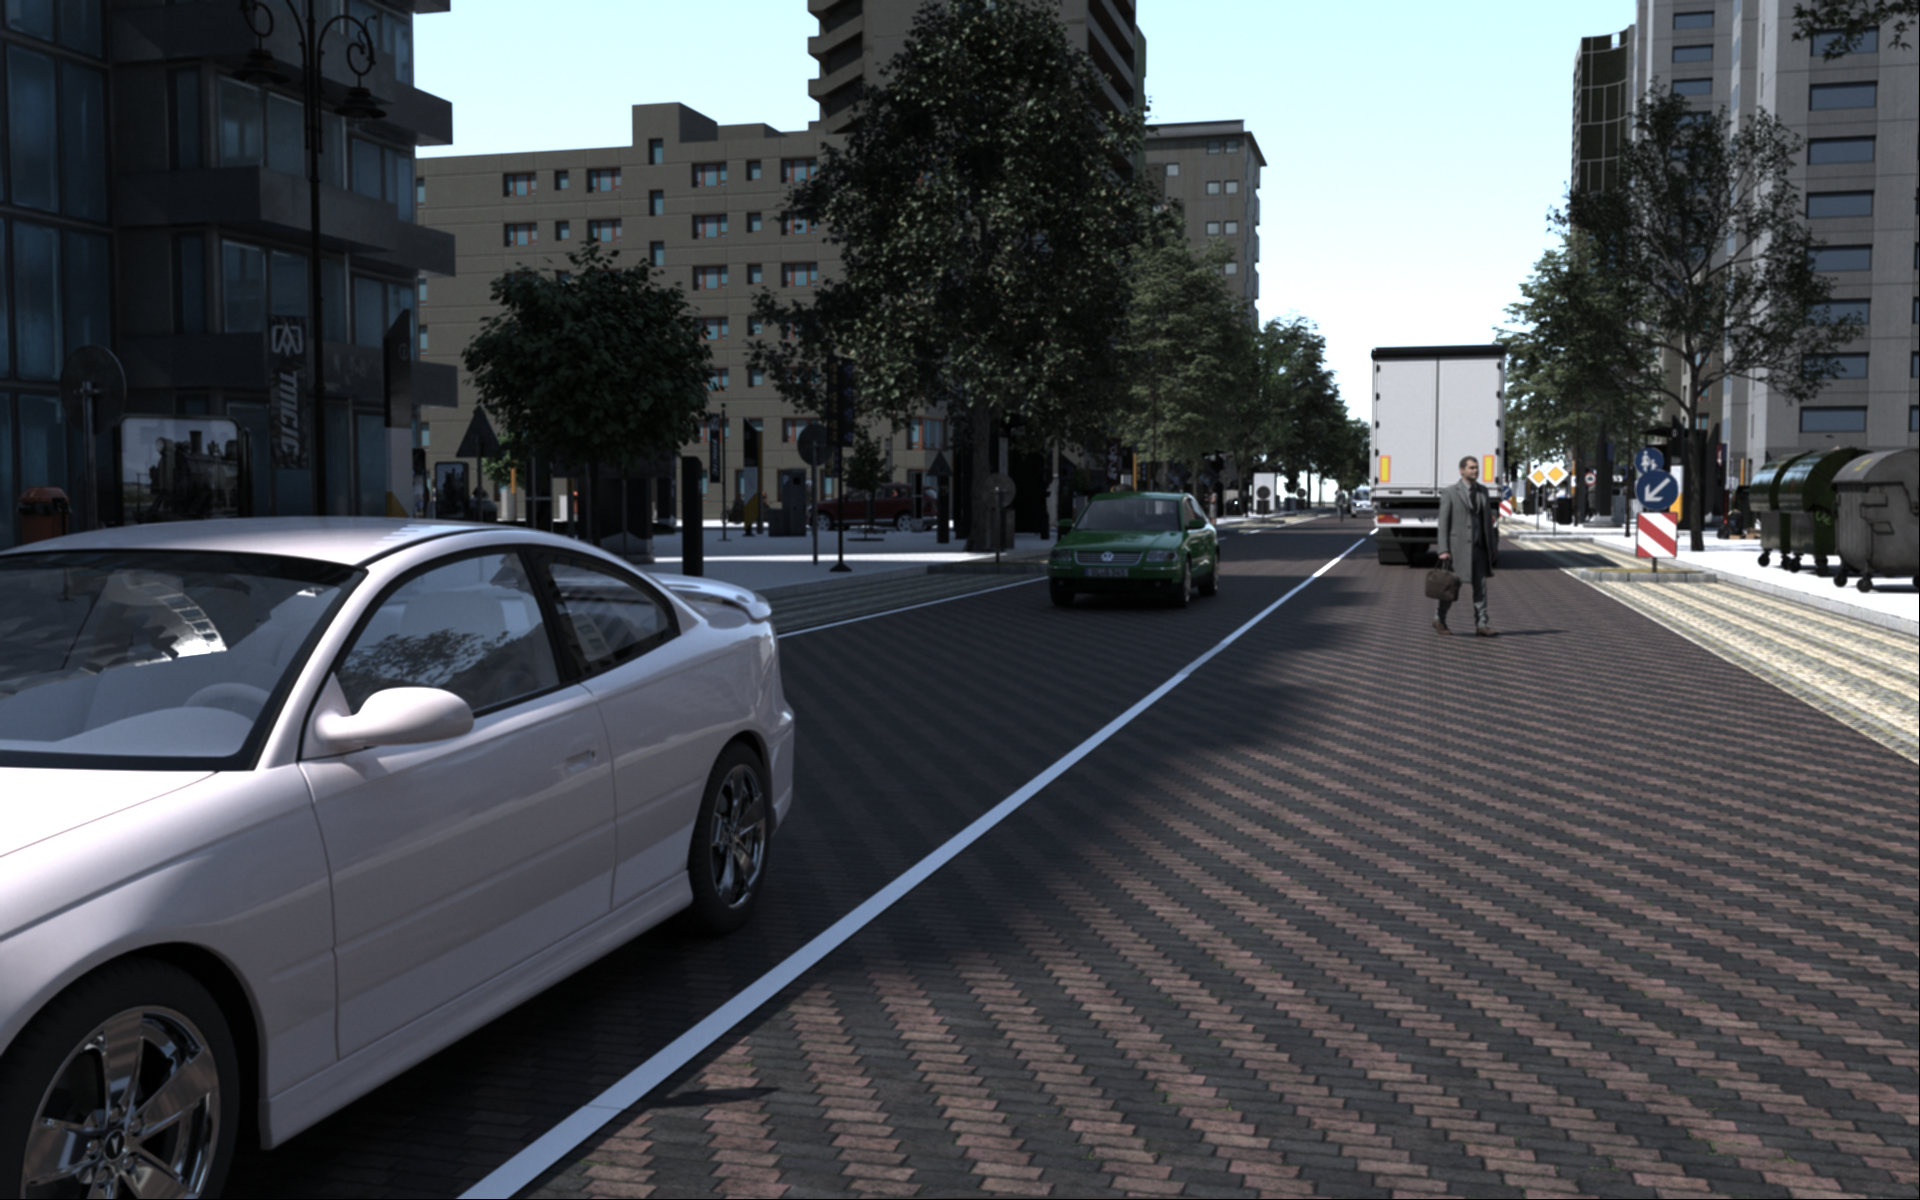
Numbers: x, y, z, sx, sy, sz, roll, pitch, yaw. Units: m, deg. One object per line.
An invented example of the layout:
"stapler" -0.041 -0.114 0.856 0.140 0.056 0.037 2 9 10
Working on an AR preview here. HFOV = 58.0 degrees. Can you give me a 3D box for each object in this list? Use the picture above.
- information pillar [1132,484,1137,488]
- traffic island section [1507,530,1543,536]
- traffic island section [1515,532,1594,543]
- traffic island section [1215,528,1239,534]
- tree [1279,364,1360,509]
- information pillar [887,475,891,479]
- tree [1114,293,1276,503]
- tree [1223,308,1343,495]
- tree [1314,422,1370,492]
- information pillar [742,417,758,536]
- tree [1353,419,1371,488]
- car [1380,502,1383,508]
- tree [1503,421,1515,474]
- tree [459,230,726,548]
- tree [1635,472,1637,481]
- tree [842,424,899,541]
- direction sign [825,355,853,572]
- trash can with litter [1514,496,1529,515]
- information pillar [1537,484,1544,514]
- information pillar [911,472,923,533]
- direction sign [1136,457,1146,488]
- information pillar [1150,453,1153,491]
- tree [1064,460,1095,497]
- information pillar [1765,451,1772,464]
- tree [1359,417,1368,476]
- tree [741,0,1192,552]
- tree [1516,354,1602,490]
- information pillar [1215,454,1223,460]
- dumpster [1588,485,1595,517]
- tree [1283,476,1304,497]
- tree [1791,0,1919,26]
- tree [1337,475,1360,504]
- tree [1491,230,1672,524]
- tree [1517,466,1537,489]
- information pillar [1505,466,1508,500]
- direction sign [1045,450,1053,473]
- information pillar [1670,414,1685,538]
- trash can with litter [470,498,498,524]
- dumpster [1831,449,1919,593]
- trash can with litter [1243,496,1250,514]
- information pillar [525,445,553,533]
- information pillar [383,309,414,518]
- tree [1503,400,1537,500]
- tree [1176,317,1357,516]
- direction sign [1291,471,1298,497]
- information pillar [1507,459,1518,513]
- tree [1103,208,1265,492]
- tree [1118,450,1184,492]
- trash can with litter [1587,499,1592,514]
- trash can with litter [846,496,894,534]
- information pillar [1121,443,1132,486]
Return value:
"information pillar" 12.212 -7.133 121.119 0.304 2.012 0.304 0 4 -8
"traffic island section" 20.129 -2.325 60.293 2.009 0.180 2.903 1 4 15
"traffic island section" 18.062 -1.853 52.579 2.009 0.180 2.903 1 4 15
"traffic island section" 9.078 -2.506 63.249 2.009 0.180 2.903 1 4 15
"tree" 30.043 -14.240 150.947 7.486 12.596 7.792 0 3 0
"information pillar" -2.895 -3.833 67.165 0.304 2.012 0.304 -2 4 -30
"tree" 10.654 -8.854 79.173 8.767 10.594 7.601 2 4 27
"tree" 21.776 -13.073 120.403 9.857 13.997 8.962 0 3 0
"tree" 46.273 -16.913 210.947 7.601 10.594 8.767 -2 4 -35
"information pillar" -6.367 -3.746 52.599 0.504 3.616 0.183 2 4 32
"tree" 66.822 -23.455 290.146 9.857 13.997 8.962 0 3 0
"car" 38.019 -8.963 156.770 2.015 1.641 3.980 1 4 17
"tree" 47.445 -12.261 150.828 4.360 8.622 3.978 0 3 0
"tree" -4.599 -2.331 21.818 4.285 4.588 4.351 0 3 0
"tree" 49.509 -8.156 127.957 1.663 3.219 1.824 0 3 0
"tree" -2.482 -3.250 47.739 1.663 3.219 1.824 0 3 0
"direction sign" -1.978 -2.240 28.619 0.379 3.537 0.876 2 4 23
"trash can with litter" 35.242 -5.930 108.345 1.055 1.170 0.624 0 4 1
"information pillar" 36.691 -6.423 109.514 0.304 2.012 0.304 0 4 5
"information pillar" -1.434 -3.266 57.895 0.304 2.012 0.304 -1 4 -21
"direction sign" 11.044 -6.946 105.566 0.379 3.537 0.876 -2 4 -34
"information pillar" 10.662 -6.431 96.502 0.183 3.616 0.504 0 4 -1
"tree" 6.709 -6.168 95.444 1.663 3.219 1.824 0 3 0
"information pillar" 43.793 -6.272 93.898 0.504 3.616 0.183 -3 4 -36
"tree" 49.368 -18.798 225.468 7.486 12.596 7.792 0 3 0
"tree" 0.446 -7.420 38.325 9.611 12.733 9.660 0 3 0
"tree" 30.318 -8.385 87.465 4.360 8.622 3.978 0 3 0
"information pillar" 14.369 -6.408 96.119 0.504 3.616 0.183 3 4 36
"dumpster" 35.886 -5.581 97.006 1.264 1.857 1.865 1 4 15
"tree" 27.270 -9.064 142.798 1.663 3.219 1.824 0 3 0
"tree" 9.123 -4.652 10.470 7.601 10.594 8.767 -3 5 -45
"tree" 52.260 -15.258 233.176 4.285 4.588 4.351 0 3 0
"tree" 26.515 -9.587 74.870 7.486 12.596 7.792 0 3 0
"tree" 39.396 -7.732 121.019 1.663 3.219 1.824 0 3 0
"information pillar" 39.161 -8.114 124.013 0.183 3.616 0.504 3 4 38
"direction sign" 4.533 -5.944 89.184 0.379 3.537 0.876 -2 4 -28
"information pillar" 20.914 -3.620 50.547 0.183 3.616 0.504 -1 4 -14
"trash can with litter" -11.654 -1.940 43.114 0.624 1.170 1.055 -3 4 -39
"dumpster" 12.436 -1.054 22.999 1.264 1.857 1.865 1 4 15
"trash can with litter" 18.378 -6.175 112.347 0.624 1.170 1.055 2 4 29
"information pillar" -5.977 -1.230 24.607 0.304 2.012 0.304 -2 4 -35
"information pillar" -7.038 -1.859 21.754 0.183 3.616 0.504 1 4 15
"tree" 42.994 -11.334 135.676 4.737 8.622 4.395 0 3 0
"tree" 16.644 -10.842 103.016 9.928 11.665 9.643 0 3 0
"direction sign" 26.288 -8.816 136.143 0.379 3.537 0.876 -1 4 -20
"information pillar" 37.041 -7.610 115.780 0.504 3.616 0.183 -2 4 -25
"tree" 8.290 -9.268 69.654 7.486 12.596 7.792 0 3 0
"tree" 13.108 -8.703 126.008 4.285 4.588 4.351 0 3 0
"trash can with litter" 40.327 -6.096 111.057 1.055 1.170 0.624 2 4 27
"trash can with litter" -2.943 -2.773 56.398 1.678 1.210 2.233 -1 4 -12
"information pillar" 7.152 -5.085 74.502 0.504 3.616 0.183 -2 4 -23
